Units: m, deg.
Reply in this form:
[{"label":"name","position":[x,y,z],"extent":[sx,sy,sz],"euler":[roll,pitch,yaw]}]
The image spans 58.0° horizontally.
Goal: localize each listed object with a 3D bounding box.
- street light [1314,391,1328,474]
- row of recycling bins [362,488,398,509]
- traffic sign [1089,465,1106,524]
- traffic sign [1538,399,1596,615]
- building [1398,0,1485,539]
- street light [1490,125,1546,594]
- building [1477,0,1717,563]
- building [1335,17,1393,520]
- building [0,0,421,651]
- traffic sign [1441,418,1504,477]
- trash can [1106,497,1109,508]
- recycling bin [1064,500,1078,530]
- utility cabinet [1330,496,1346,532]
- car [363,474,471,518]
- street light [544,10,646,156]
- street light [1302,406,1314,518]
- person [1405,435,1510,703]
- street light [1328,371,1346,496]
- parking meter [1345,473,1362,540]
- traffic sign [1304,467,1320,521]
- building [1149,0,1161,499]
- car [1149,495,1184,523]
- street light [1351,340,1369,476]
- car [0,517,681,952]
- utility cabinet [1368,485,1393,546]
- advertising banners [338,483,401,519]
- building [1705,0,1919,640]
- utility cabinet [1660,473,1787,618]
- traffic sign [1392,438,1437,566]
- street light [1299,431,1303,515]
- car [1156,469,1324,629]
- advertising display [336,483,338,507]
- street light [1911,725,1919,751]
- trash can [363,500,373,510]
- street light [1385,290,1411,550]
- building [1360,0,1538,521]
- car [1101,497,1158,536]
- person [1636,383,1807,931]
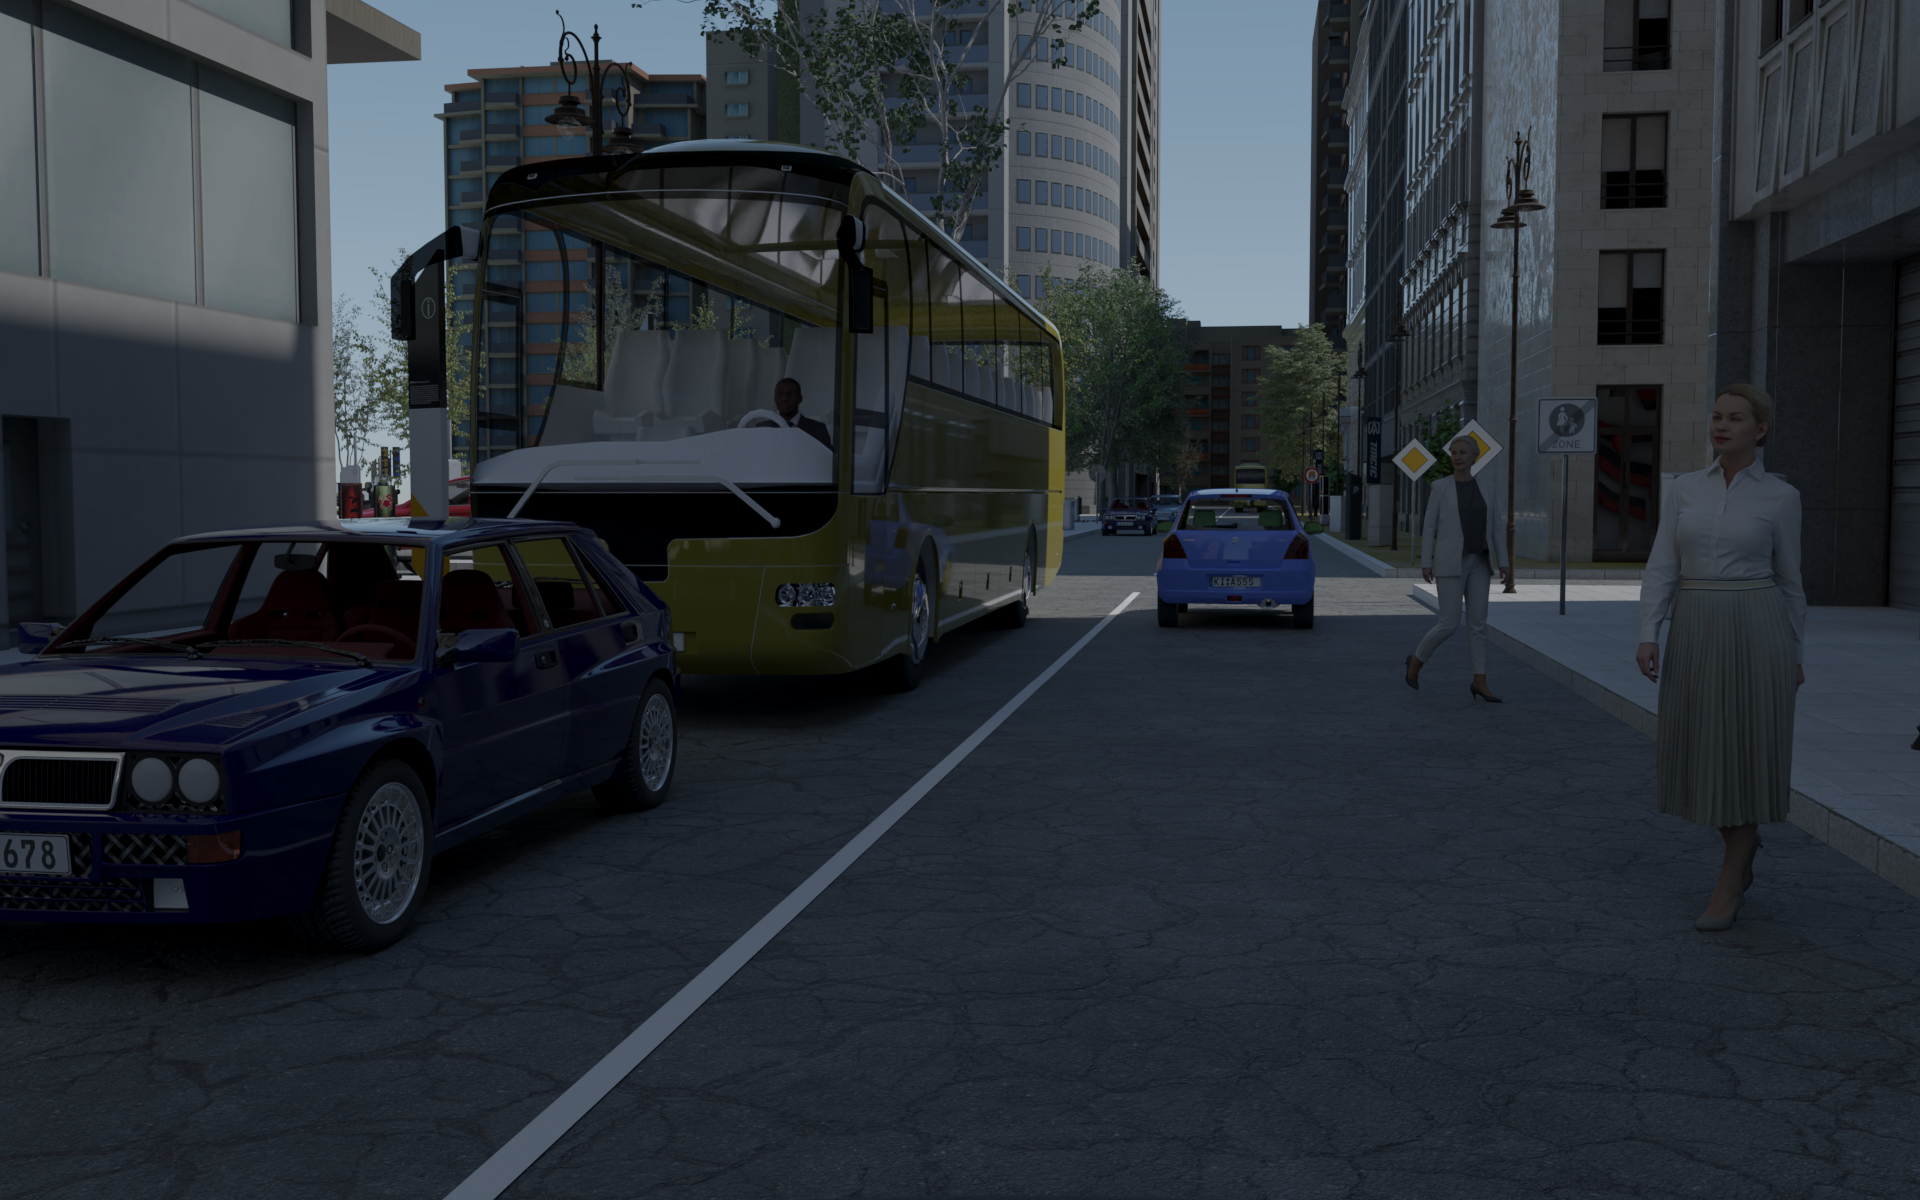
[{"label":"street light","position":[16.320,-6.427,77.875],"extent":[0.468,5.910,1.993],"euler":[1,4,9]},{"label":"row of recycling bins","position":[-37.986,-6.405,111.828],"extent":[1.069,1.692,3.534],"euler":[3,5,39]},{"label":"traffic sign","position":[5.924,-4.568,74.798],"extent":[0.768,2.556,0.104],"euler":[1,4,12]},{"label":"traffic sign","position":[6.393,-0.990,18.318],"extent":[0.606,2.300,0.079],"euler":[1,4,11]},{"label":"building","position":[18.602,-12.333,50.796],"extent":[9.793,20.994,18.267],"euler":[1,4,9]},{"label":"street light","position":[7.111,-3.024,22.228],"extent":[0.468,5.910,1.993],"euler":[1,4,9]},{"label":"building","position":[20.130,-11.057,35.533],"extent":[16.860,20.320,10.420],"euler":[1,4,9]},{"label":"building","position":[27.836,-18.817,93.566],"extent":[13.634,28.700,20.117],"euler":[1,4,9]},{"label":"building","position":[-20.860,-25.669,8.925],"extent":[27.495,52.752,28.713],"euler":[1,4,9]},{"label":"traffic sign","position":[6.795,-1.186,23.027],"extent":[0.795,2.450,0.064],"euler":[1,4,9]},{"label":"trash can","position":[8.379,-5.331,98.811],"extent":[0.748,1.137,0.748],"euler":[0,3,0]},{"label":"recycling bin","position":[3.671,-3.000,61.605],"extent":[0.722,1.027,0.722],"euler":[1,4,14]},{"label":"utility cabinet","position":[12.896,-2.917,58.861],"extent":[0.306,1.237,1.020],"euler":[-1,4,-9]},{"label":"car","position":[-8.206,-1.308,30.067],"extent":[5.304,1.827,2.281],"euler":[1,4,10]},{"label":"street light","position":[-3.578,-2.717,17.205],"extent":[0.468,5.910,1.993],"euler":[1,4,9]},{"label":"street light","position":[18.418,-7.230,90.998],"extent":[0.468,5.910,1.993],"euler":[1,4,9]},{"label":"person","position":[3.487,-0.232,12.167],"extent":[0.514,1.842,0.818],"euler":[-2,4,-29]},{"label":"street light","position":[14.208,-5.644,65.062],"extent":[0.468,5.910,1.993],"euler":[1,4,9]},{"label":"parking meter","position":[11.009,-2.613,48.432],"extent":[0.399,1.863,0.255],"euler":[-1,4,-20]},{"label":"traffic sign","position":[16.658,-5.010,82.017],"extent":[0.768,2.556,0.104],"euler":[1,4,13]},{"label":"building","position":[9.004,-44.800,170.732],"extent":[20.611,71.187,20.563],"euler":[1,4,9]},{"label":"car","position":[8.576,-3.686,72.262],"extent":[2.014,1.417,4.499],"euler":[1,4,10]},{"label":"street light","position":[12.016,-4.855,52.168],"extent":[0.468,5.910,1.993],"euler":[1,4,9]},{"label":"car","position":[-2.430,0.356,6.754],"extent":[1.945,1.354,3.894],"euler":[1,4,10]},{"label":"utility cabinet","position":[10.360,-2.072,42.557],"extent":[0.318,1.500,1.173],"euler":[2,4,33]},{"label":"advertising banners","position":[-8.530,-1.718,24.278],"extent":[0.090,3.025,2.074],"euler":[1,4,19]},{"label":"building","position":[13.297,-11.710,9.476],"extent":[12.078,24.808,19.932],"euler":[1,4,9]},{"label":"utility cabinet","position":[7.800,-0.553,17.714],"extent":[1.173,1.500,0.318],"euler":[0,4,-3]},{"label":"traffic sign","position":[8.095,-1.668,30.906],"extent":[0.795,2.450,0.064],"euler":[1,4,9]},{"label":"street light","position":[20.663,-8.043,104.297],"extent":[0.468,5.910,1.993],"euler":[1,4,9]},{"label":"car","position":[3.191,-0.628,19.861],"extent":[1.945,1.707,3.694],"euler":[1,4,10]},{"label":"advertising display","position":[-34.300,-5.571,96.296],"extent":[0.974,1.923,0.123],"euler":[-2,4,-28]},{"label":"street light","position":[4.874,-2.185,8.512],"extent":[0.468,5.910,1.993],"euler":[1,4,9]},{"label":"trash can","position":[-14.599,-1.853,41.948],"extent":[0.748,1.137,0.748],"euler":[0,3,0]},{"label":"street light","position":[9.913,-4.071,39.355],"extent":[0.468,5.910,1.993],"euler":[1,4,9]},{"label":"building","position":[24.690,-17.007,71.577],"extent":[14.314,27.812,24.014],"euler":[1,4,9]},{"label":"car","position":[5.953,-2.936,60.588],"extent":[1.945,1.354,3.894],"euler":[1,4,11]},{"label":"person","position":[2.614,0.175,5.872],"extent":[0.641,1.798,0.478],"euler":[-3,5,-43]}]
